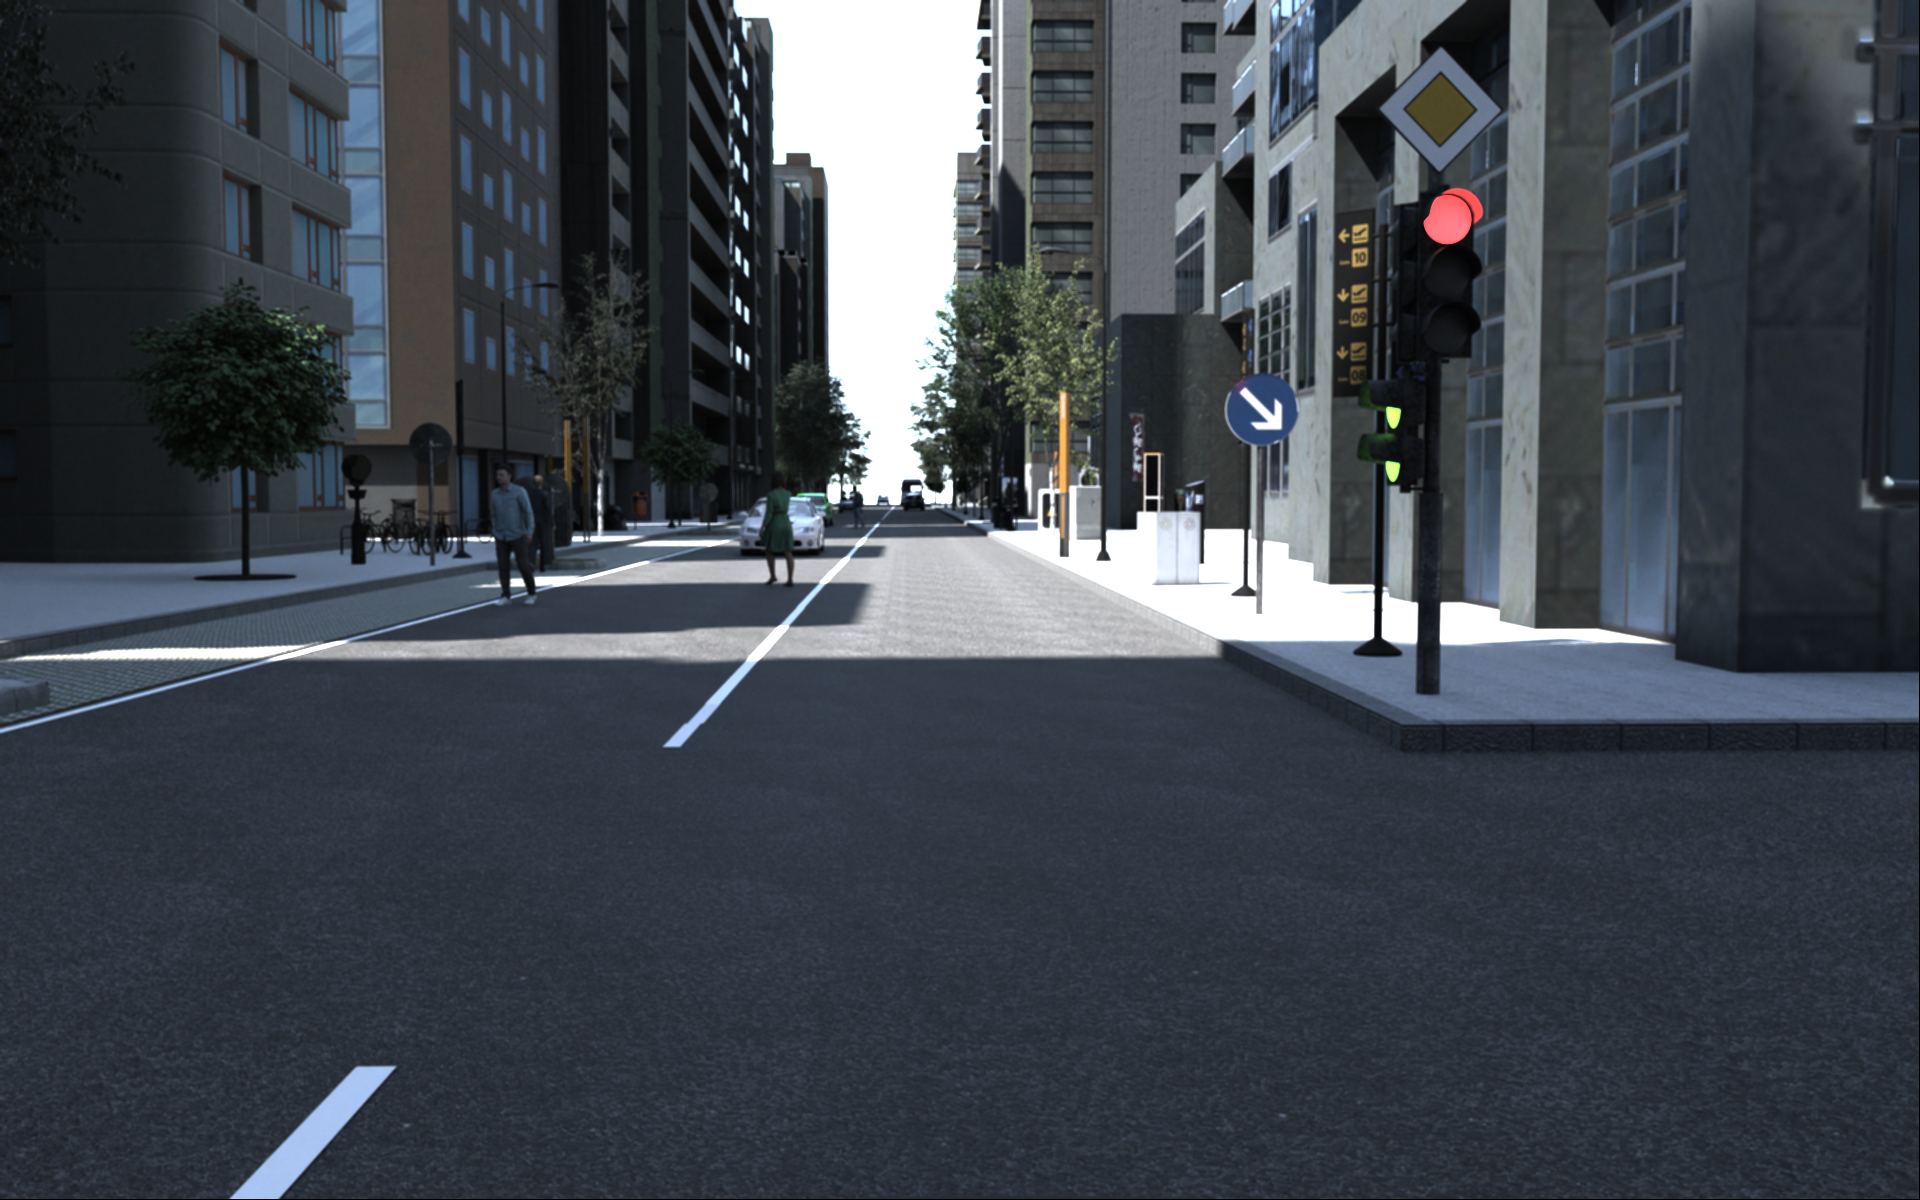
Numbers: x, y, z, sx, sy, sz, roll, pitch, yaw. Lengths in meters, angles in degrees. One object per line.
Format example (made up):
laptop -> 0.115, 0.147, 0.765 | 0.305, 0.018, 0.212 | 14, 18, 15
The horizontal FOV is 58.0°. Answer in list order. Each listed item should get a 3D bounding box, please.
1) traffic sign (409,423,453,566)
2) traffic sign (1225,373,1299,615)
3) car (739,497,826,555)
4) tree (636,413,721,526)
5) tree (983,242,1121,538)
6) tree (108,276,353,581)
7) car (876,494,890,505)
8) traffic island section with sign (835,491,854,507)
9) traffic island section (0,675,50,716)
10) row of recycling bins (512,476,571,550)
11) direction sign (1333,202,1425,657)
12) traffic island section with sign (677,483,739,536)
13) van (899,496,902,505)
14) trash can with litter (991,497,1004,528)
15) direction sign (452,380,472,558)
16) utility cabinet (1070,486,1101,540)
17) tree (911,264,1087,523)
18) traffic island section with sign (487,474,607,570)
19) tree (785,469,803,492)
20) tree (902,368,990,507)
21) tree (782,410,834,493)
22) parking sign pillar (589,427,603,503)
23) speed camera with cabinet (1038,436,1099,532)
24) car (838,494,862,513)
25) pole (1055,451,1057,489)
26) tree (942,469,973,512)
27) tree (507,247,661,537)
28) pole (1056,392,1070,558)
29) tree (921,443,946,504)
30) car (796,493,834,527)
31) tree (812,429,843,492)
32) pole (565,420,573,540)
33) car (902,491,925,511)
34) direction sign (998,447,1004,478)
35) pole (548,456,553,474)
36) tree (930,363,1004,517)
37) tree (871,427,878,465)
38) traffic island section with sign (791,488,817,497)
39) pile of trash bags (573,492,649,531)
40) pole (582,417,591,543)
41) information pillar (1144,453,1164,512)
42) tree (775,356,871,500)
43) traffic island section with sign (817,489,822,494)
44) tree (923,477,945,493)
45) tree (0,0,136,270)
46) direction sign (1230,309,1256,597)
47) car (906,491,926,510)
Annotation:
traffic sign -> -9.460, -1.889, 30.989 | 0.768, 2.556, 0.104 | 0, 4, -2
traffic sign -> 3.182, -1.115, 18.339 | 0.768, 2.556, 0.104 | 0, 4, 4
car -> -4.272, -1.814, 42.018 | 2.083, 1.381, 4.827 | 0, 4, -2
tree -> -11.493, -5.316, 70.624 | 4.285, 4.588, 4.351 | 0, 3, 0
tree -> 2.715, -6.114, 50.327 | 4.737, 8.622, 4.395 | 0, 3, 0
tree -> -10.934, -2.596, 26.165 | 4.285, 4.588, 4.351 | 0, 3, 0
car -> -10.260, -13.578, 231.592 | 1.945, 1.707, 3.694 | 0, 4, -1
traffic island section with sign -> -12.877, -11.278, 193.030 | 1.989, 1.847, 2.006 | 0, 4, -2
traffic island section -> -7.155, 0.700, 10.829 | 2.009, 0.180, 2.903 | 0, 4, -2
row of recycling bins -> -10.021, -2.112, 41.637 | 1.069, 1.692, 3.534 | 0, 4, -2
direction sign -> 3.337, -1.329, 13.734 | 0.379, 3.537, 0.876 | -3, 5, -45
traffic island section with sign -> -8.712, -3.152, 60.159 | 1.989, 1.847, 2.006 | 0, 4, -2
van -> -6.997, -13.444, 226.821 | 2.013, 2.044, 4.112 | 0, 4, -3
trash can with litter -> 1.413, -3.280, 65.018 | 0.624, 1.170, 1.055 | 0, 4, -6
direction sign -> -10.013, -2.614, 34.728 | 0.379, 3.537, 0.876 | -1, 4, -23
utility cabinet -> 3.499, -2.383, 47.637 | 1.173, 1.500, 0.318 | -3, 5, -43
tree -> 1.760, -9.267, 77.266 | 9.928, 11.665, 9.643 | 0, 3, 0
traffic island section with sign -> -7.862, -1.504, 33.218 | 1.989, 1.847, 2.006 | 0, 4, -2
tree -> -13.266, -8.545, 134.315 | 1.663, 3.219, 1.824 | 0, 3, 0
tree -> -0.660, -16.208, 171.648 | 9.857, 13.997, 8.962 | 0, 3, 0
tree -> -13.359, -12.333, 152.011 | 4.360, 8.622, 3.978 | 0, 3, 0
parking sign pillar -> -14.859, -5.007, 70.330 | 1.447, 3.967, 1.447 | -2, 4, -24
speed camera with cabinet -> 3.705, -3.949, 58.906 | 2.038, 3.252, 0.660 | 0, 4, 6
car -> -8.466, -7.456, 133.904 | 2.014, 1.417, 4.499 | 0, 4, -2
pole -> 4.638, -5.446, 82.884 | 0.158, 3.312, 0.155 | 0, 3, 0
tree -> 0.106, -7.927, 124.204 | 1.663, 3.219, 1.824 | 0, 3, 0
tree -> -10.902, -6.180, 51.406 | 4.360, 8.622, 3.978 | 0, 3, 0
pole -> 2.105, -2.509, 34.860 | 0.158, 3.312, 0.155 | 0, 3, 0
tree -> -3.342, -16.970, 227.822 | 4.737, 8.622, 4.395 | 0, 3, 0
car -> -6.609, -4.168, 76.939 | 1.959, 1.807, 4.718 | 0, 4, 0
tree -> -14.802, -14.417, 186.073 | 4.737, 8.622, 4.395 | 0, 3, 0
pole -> -10.806, -3.300, 47.800 | 0.158, 3.312, 0.155 | 0, 3, 0
car -> -4.021, -8.552, 149.606 | 2.009, 1.686, 4.222 | 0, 4, -2
direction sign -> 1.956, -5.617, 83.829 | 0.379, 3.537, 0.876 | -1, 4, -21
pole -> -15.488, -4.382, 65.497 | 0.158, 3.312, 0.155 | 0, 3, 0
tree -> 0.587, -8.918, 96.171 | 4.360, 8.622, 3.978 | 0, 3, 0
tree -> -16.674, -20.719, 245.406 | 9.857, 13.997, 8.962 | 0, 3, 0
traffic island section with sign -> -10.255, -6.156, 109.281 | 1.989, 1.847, 2.006 | 0, 4, -2
pile of trash bags -> -12.396, -3.124, 60.826 | 1.912, 1.369, 3.447 | 3, 5, 42
pole -> -9.879, -3.177, 45.784 | 0.158, 3.312, 0.155 | 0, 3, 0
information pillar -> 3.494, -1.636, 31.248 | 0.304, 2.012, 0.304 | 1, 4, 19
tree -> -14.619, -15.540, 160.740 | 9.857, 13.997, 8.962 | 0, 3, 0
traffic island section with sign -> -11.105, -7.816, 136.421 | 1.989, 1.847, 2.006 | 0, 4, -2
tree -> -3.595, -15.549, 237.936 | 4.285, 4.588, 4.351 | 0, 3, 0
tree -> -10.161, -4.088, 17.199 | 4.360, 8.622, 3.978 | 0, 3, 0
direction sign -> 3.589, -1.815, 21.666 | 0.379, 3.537, 0.876 | 0, 4, 1
car -> -3.963, -8.843, 154.171 | 1.945, 1.707, 3.694 | 0, 4, -2
